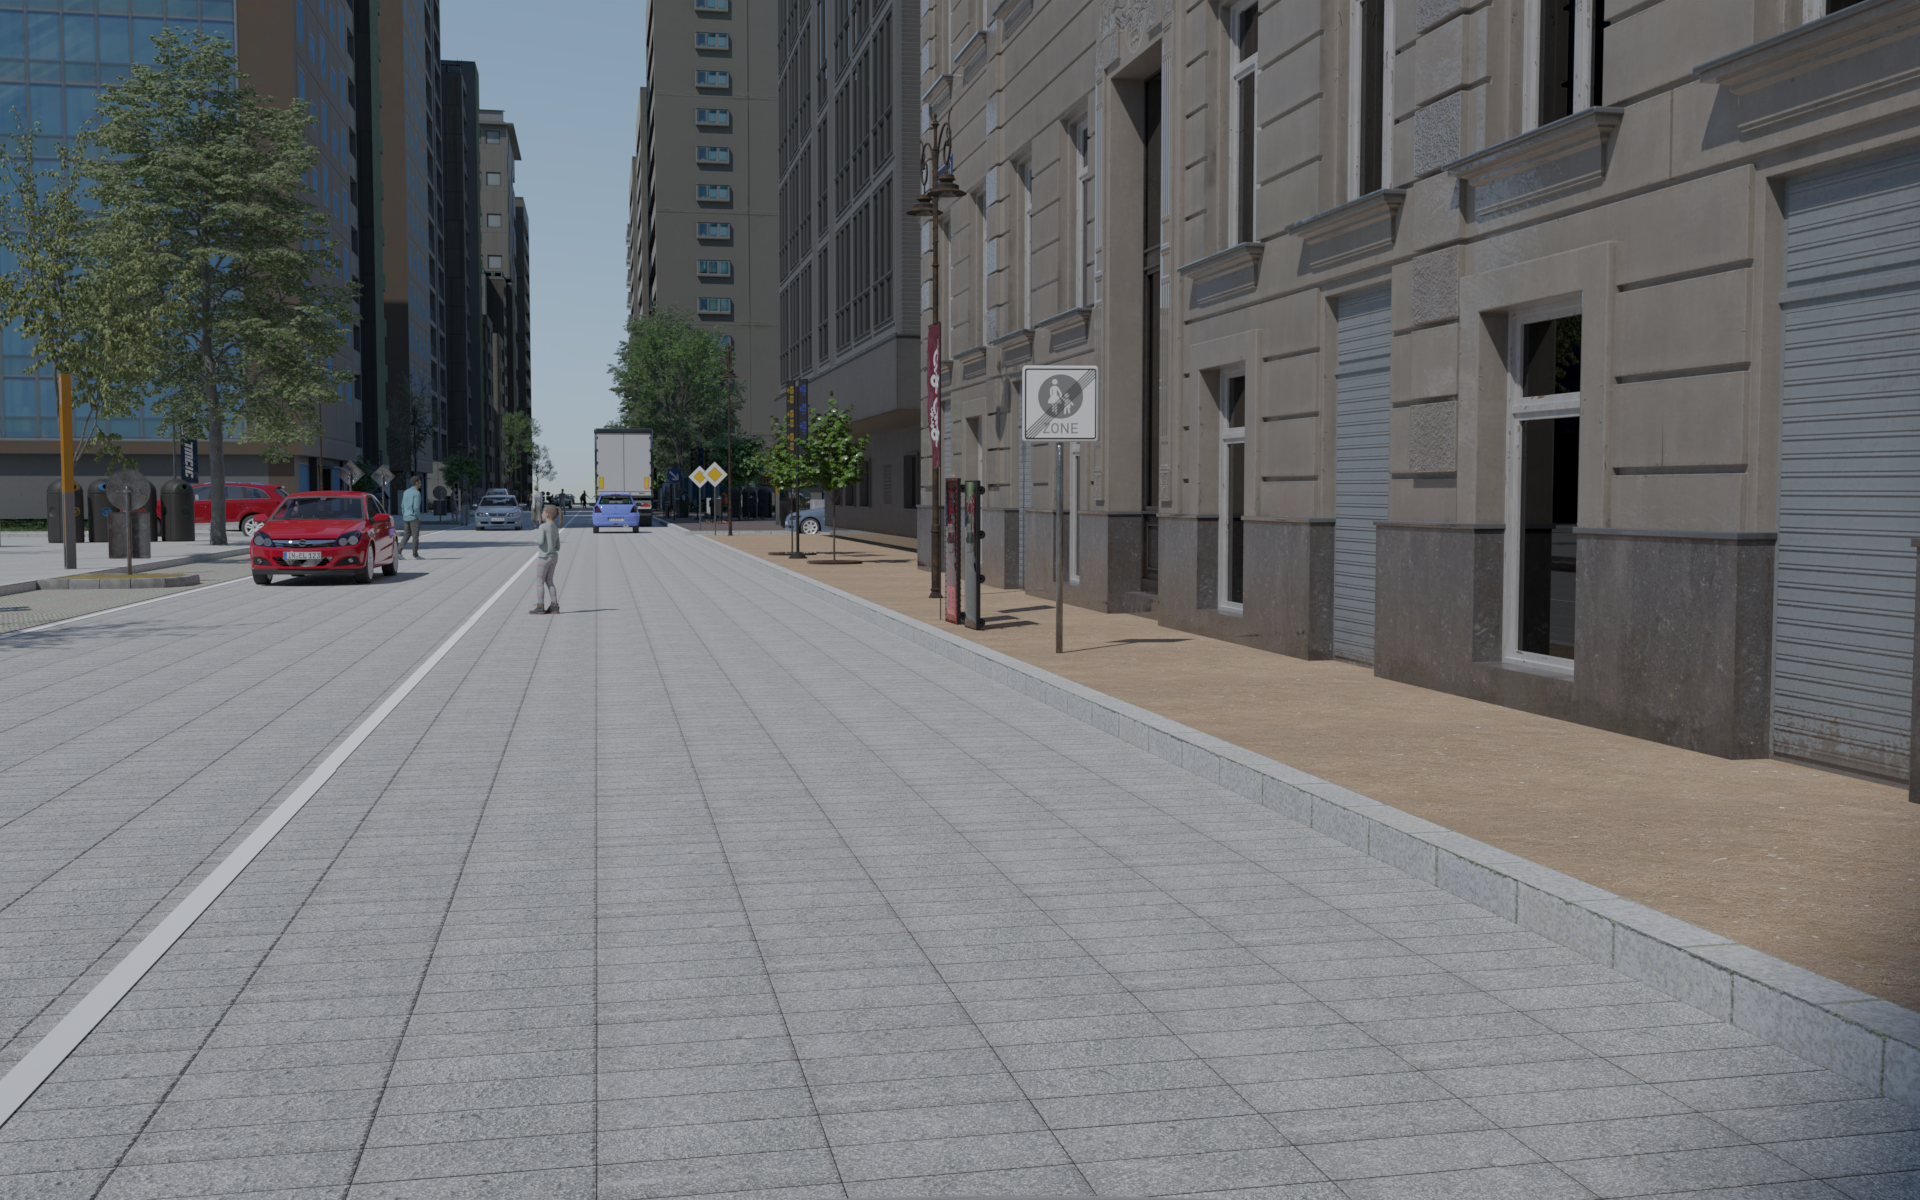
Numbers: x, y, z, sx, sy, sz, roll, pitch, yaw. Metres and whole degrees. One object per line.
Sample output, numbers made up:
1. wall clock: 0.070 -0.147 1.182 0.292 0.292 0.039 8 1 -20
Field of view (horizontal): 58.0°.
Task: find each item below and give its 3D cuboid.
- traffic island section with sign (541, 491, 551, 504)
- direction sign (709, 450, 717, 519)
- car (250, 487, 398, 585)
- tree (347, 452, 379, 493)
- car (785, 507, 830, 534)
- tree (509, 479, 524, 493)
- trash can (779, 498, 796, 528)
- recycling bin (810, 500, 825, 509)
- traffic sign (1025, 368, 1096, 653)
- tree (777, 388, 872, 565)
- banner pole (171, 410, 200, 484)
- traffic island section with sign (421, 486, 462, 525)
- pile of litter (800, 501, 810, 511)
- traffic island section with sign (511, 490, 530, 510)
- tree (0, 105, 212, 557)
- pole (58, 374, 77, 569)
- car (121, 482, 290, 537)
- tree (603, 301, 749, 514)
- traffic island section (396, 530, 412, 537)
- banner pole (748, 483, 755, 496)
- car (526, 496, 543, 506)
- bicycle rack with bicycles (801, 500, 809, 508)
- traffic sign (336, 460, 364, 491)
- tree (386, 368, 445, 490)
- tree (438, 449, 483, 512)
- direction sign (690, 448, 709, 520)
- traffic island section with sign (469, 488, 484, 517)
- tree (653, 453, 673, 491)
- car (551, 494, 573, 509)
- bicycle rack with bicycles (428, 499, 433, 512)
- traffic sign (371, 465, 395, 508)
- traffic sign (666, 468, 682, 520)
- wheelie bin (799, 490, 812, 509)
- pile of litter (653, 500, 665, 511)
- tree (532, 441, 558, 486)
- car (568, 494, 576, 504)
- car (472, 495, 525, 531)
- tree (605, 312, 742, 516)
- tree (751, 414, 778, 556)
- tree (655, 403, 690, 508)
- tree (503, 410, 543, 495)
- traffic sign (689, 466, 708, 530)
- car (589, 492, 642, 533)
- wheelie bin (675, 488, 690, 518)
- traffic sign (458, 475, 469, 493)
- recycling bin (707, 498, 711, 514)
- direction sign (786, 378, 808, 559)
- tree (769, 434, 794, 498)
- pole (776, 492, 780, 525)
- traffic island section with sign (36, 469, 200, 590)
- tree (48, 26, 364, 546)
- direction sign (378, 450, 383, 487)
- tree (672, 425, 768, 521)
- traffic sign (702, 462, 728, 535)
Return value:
1. traffic island section with sign: -62.671 -15.613 263.901 1.989 1.847 2.006 -1 4 -12
2. direction sign: -12.894 -5.981 89.783 0.876 3.537 0.379 3 4 37
3. car: -10.540 -1.213 28.878 2.155 1.783 4.494 -1 4 -10
4. tree: -26.936 -5.070 77.503 1.663 3.219 1.824 0 3 0
5. car: -3.751 -2.904 59.477 4.499 1.417 2.014 -1 4 -11
6. tree: -51.405 -12.558 199.921 1.663 3.219 1.824 0 3 0
7. trash can: -6.543 -3.322 65.966 0.748 1.137 0.748 0 3 0
8. recycling bin: -6.496 -4.117 79.866 0.722 1.027 0.722 -1 4 -15
9. traffic sign: 0.799 -0.719 13.891 0.606 2.300 0.079 0 4 -2
10. tree: -2.448 -2.276 31.822 1.663 3.219 1.824 0 3 0
11. banner pole: -22.635 -3.699 50.490 0.863 3.779 0.401 -2 4 -29
12. traffic island section with sign: -24.429 -4.459 81.526 1.989 1.847 2.006 -1 4 -12
13. pile of litter: -9.404 -5.664 106.571 1.719 0.858 1.176 2 4 30
14. traffic island section with sign: -40.299 -9.087 157.197 1.989 1.847 2.006 -1 4 -12
15. tree: -17.213 -5.100 33.747 4.737 8.622 4.395 0 3 0
16. pole: -15.225 -2.184 29.545 0.158 3.312 0.155 0 3 0
17. car: -23.615 -2.811 54.628 5.304 1.827 2.281 -1 4 -10
18. tree: -18.589 -12.640 113.325 9.857 13.997 8.962 0 3 0
19. traffic island section: -19.776 -2.269 59.382 2.009 0.180 2.903 -1 4 -12
20. banner pole: -11.038 -6.202 91.428 0.401 3.779 0.863 2 4 28
21. car: -48.790 -11.422 198.754 2.014 1.417 4.499 -1 4 -10
22. bicycle rack with bicycles: -9.353 -6.126 113.545 2.852 0.926 2.925 0 4 -3
23. traffic sign: -18.116 -2.928 51.509 0.795 2.450 0.064 -1 4 -12
24. tree: -32.102 -9.218 101.075 4.360 8.622 3.978 0 3 0
25. tree: -36.551 -8.751 126.796 4.285 4.588 4.351 0 3 0
26. direction sign: -12.981 -5.722 85.559 0.876 3.537 0.379 3 4 36
27. traffic island section with sign: -30.030 -6.089 108.181 1.989 1.847 2.006 -1 4 -12
28. tree: -20.881 -8.499 122.669 4.285 4.588 4.351 0 3 0
29. car: -38.773 -9.601 168.775 2.131 1.459 4.920 -1 4 -11
30. bicycle rack with bicycles: -37.247 -6.667 122.392 2.925 0.926 2.852 -3 5 -42
31. traffic sign: -19.755 -3.406 59.325 0.795 2.450 0.064 -1 4 -12
32. traffic sign: -13.890 -5.143 84.191 0.768 2.556 0.104 -1 4 -10
33. wheelie bin: -10.979 -7.010 122.525 0.980 1.594 0.693 -3 5 -40
34. pile of litter: -23.310 -7.261 132.675 1.719 0.858 1.176 1 4 14
35. tree: -70.578 -21.640 288.223 7.601 10.594 8.767 -1 4 -15
36. car: -55.464 -14.388 245.463 2.015 1.641 3.980 -1 4 -12
37. car: -18.394 -3.495 69.150 2.014 1.417 4.499 -1 4 -13
38. tree: -16.116 -10.640 99.714 9.928 11.665 9.643 0 3 0
39. tree: -3.508 -2.553 36.337 1.663 3.219 1.824 0 3 0
40. tree: -23.323 -11.370 136.257 4.360 8.622 3.978 0 3 0
41. tree: -53.932 -17.205 207.063 9.928 11.665 9.643 0 3 0
42. traffic sign: -9.234 -3.539 61.501 0.795 2.450 0.064 -1 4 -12
43. car: -12.802 -3.352 64.397 1.945 1.707 3.694 -1 4 -12
44. wheelie bin: -15.011 -5.249 93.727 0.693 1.594 0.980 -2 4 -34
45. traffic sign: -33.804 -7.210 117.988 0.768 2.556 0.104 -1 4 -10
46. recycling bin: -15.621 -5.965 110.084 0.722 1.027 0.722 1 4 20
47. direction sign: -3.226 -2.591 34.357 0.379 3.537 0.876 -2 4 -32
48. tree: -12.183 -10.776 126.550 4.360 8.622 3.978 0 3 0
49. pole: -7.593 -4.783 72.051 0.158 3.312 0.155 0 3 0
50. traffic island section with sign: -12.968 -1.114 26.849 1.989 1.847 2.006 -1 4 -12
51. tree: -18.995 -7.648 43.180 7.486 12.596 7.792 0 3 0
52. direction sign: -29.816 -5.943 89.168 0.379 3.537 0.876 0 4 -5
53. tree: -10.559 -6.041 82.482 4.285 4.588 4.351 0 3 0
54. traffic sign: -7.595 -3.061 53.685 0.795 2.450 0.064 -1 4 -12
